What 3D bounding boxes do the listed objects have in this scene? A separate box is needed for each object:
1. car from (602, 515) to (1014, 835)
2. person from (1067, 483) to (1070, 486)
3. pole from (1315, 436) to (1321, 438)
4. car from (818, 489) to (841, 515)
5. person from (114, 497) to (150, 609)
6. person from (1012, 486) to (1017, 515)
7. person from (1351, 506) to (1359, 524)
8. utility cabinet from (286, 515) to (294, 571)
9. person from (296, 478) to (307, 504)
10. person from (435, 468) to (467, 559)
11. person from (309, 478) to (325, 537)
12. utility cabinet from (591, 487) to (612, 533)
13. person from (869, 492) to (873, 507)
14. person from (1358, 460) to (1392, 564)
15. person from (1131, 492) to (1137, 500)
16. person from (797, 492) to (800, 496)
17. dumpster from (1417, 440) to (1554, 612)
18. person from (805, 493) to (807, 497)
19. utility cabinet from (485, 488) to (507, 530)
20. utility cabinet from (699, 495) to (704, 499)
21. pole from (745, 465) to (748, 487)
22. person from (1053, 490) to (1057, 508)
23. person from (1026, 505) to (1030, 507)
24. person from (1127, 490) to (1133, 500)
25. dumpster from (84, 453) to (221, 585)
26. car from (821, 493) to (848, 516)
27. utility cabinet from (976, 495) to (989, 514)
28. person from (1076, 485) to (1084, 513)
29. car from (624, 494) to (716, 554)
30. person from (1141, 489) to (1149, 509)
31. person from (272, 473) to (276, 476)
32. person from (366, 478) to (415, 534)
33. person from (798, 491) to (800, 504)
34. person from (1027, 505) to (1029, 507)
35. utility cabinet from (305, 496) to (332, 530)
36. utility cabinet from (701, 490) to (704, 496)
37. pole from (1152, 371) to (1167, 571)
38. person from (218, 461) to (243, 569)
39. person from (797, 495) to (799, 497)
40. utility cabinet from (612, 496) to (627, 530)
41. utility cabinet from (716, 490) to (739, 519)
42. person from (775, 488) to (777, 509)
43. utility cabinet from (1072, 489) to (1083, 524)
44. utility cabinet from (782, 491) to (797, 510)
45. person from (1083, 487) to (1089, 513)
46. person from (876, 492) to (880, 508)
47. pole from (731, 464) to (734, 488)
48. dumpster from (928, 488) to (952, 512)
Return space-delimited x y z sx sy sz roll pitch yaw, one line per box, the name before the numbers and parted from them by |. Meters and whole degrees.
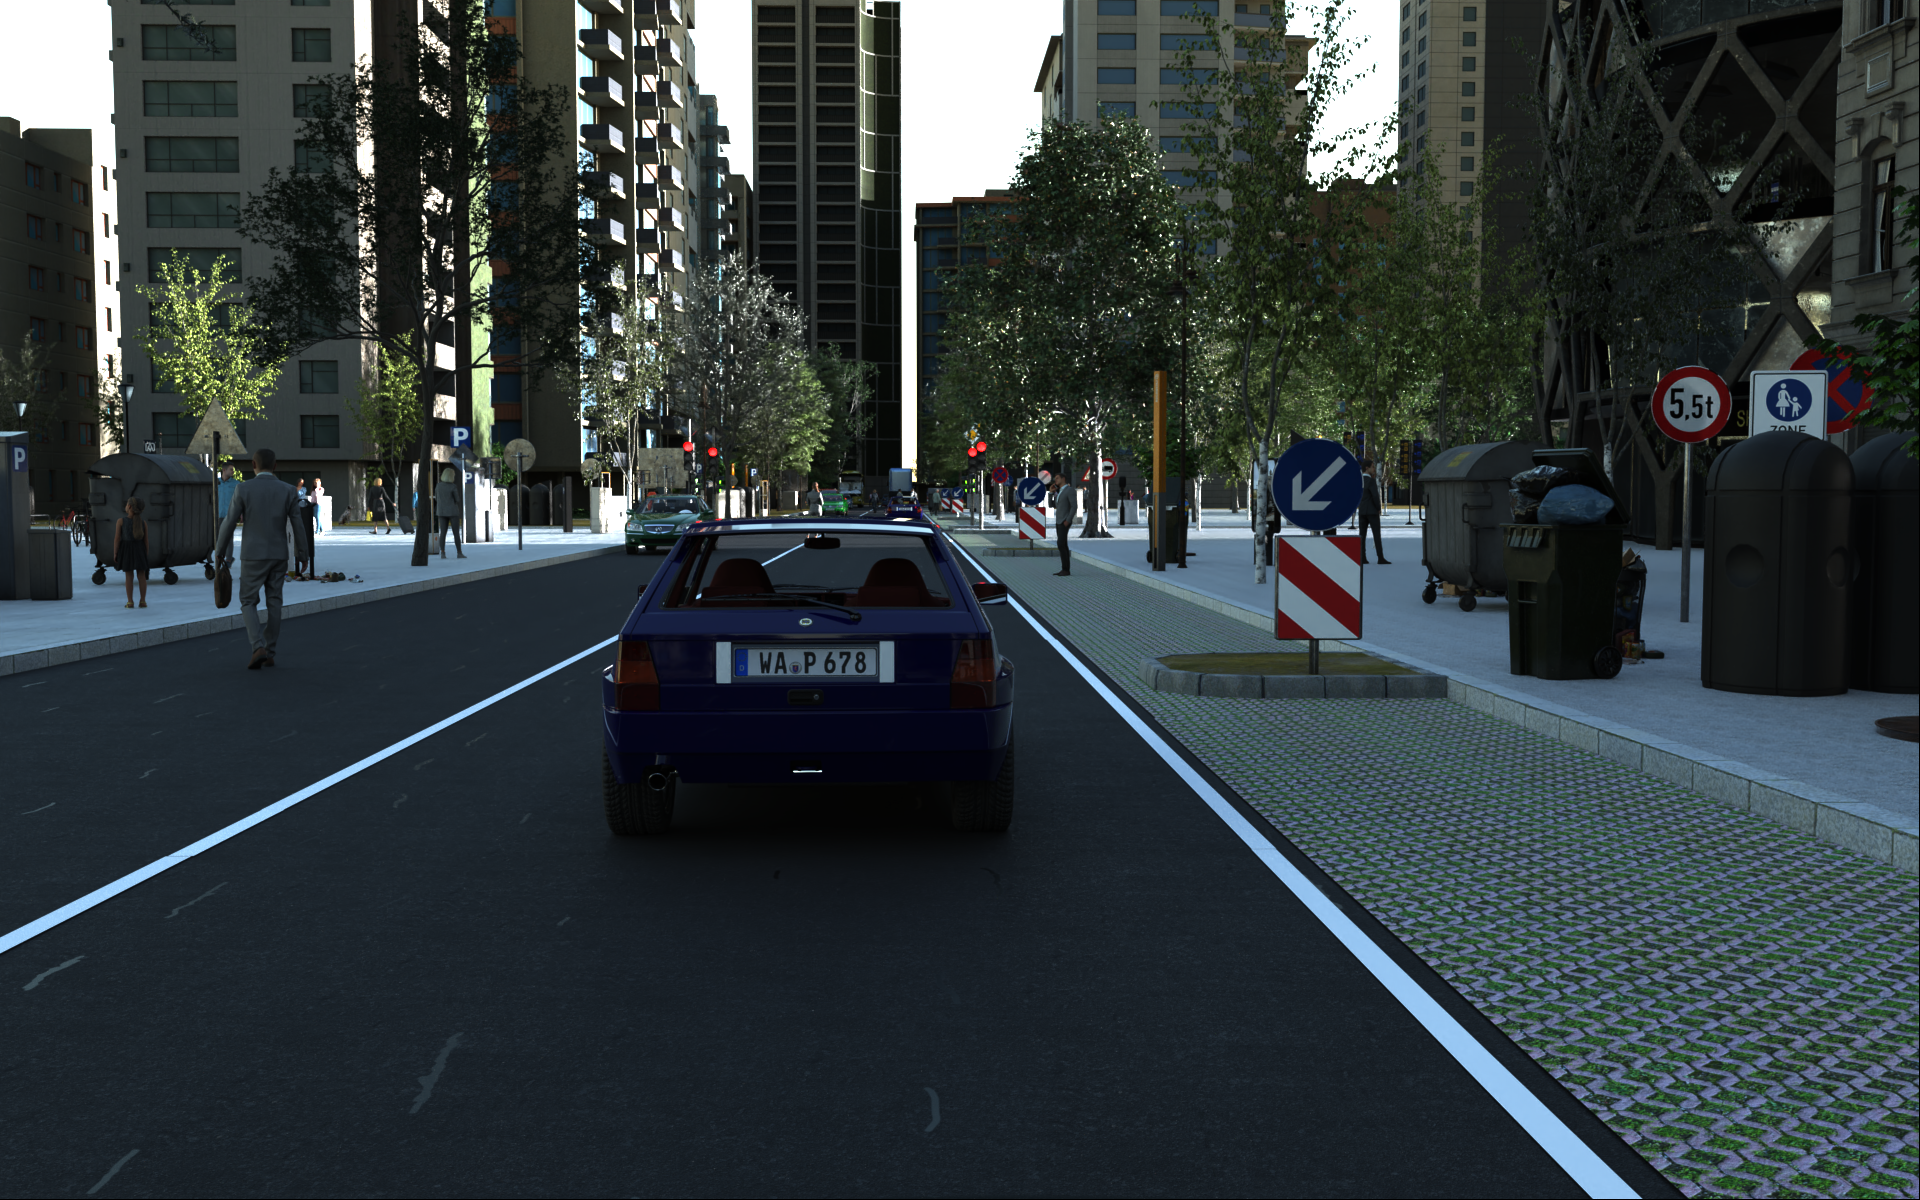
car | -0.696 0.240 8.663 1.945 1.354 3.894 0 4 -3
person | 5.574 -5.080 89.068 0.822 1.834 0.622 -2 4 -33
pole | 12.549 -4.091 60.730 0.158 3.312 0.155 0 3 0
car | -9.204 -6.775 119.450 2.281 1.827 5.304 0 4 -2
person | -9.308 -0.535 19.459 0.362 1.253 0.373 -3 4 -36
person | 3.499 -6.229 108.007 0.853 1.813 0.709 -3 4 -36
person | 17.352 -4.233 75.441 0.537 1.800 0.526 3 5 43
utility cabinet | -11.315 -1.076 28.758 0.306 1.237 1.020 -1 4 -9
person | -22.483 -3.229 58.927 0.778 1.811 0.616 3 5 39
person | -10.213 -1.736 34.608 0.537 1.800 0.526 2 4 24
person | -19.176 -2.757 51.712 0.593 1.750 0.643 2 4 33
utility cabinet | -11.728 -2.938 56.722 0.318 1.500 1.173 0 4 8
person | -9.893 -11.252 193.403 0.756 1.711 0.436 3 5 40
person | 7.564 -1.617 31.840 0.474 1.900 0.648 -2 4 -35
person | 15.391 -8.917 155.063 0.991 1.433 0.599 -1 4 -22
person | -15.487 -9.574 162.555 1.348 1.826 0.705 0 4 3
dumpster | 6.021 -0.842 19.524 1.264 1.857 1.865 0 4 -2
person | -18.587 -12.266 207.373 1.217 1.735 0.721 0 4 -4
utility cabinet | -16.313 -3.167 60.464 0.318 1.500 1.173 2 4 26
utility cabinet | -12.974 -4.638 87.001 0.306 1.237 1.020 0 4 3
pole | -14.990 -7.815 121.625 0.158 3.312 0.155 0 3 0
person | 8.656 -9.212 157.591 0.436 1.711 0.756 0 4 -5
person | 5.401 -8.408 143.359 0.795 1.843 0.661 -1 4 -12
person | 15.122 -8.951 153.856 0.593 1.643 0.415 0 4 7
dumpster | -11.685 -1.183 25.106 1.264 1.857 1.865 0 4 -2
car | -8.109 -6.209 110.319 1.959 1.807 4.718 0 3 0
utility cabinet | 1.497 -6.263 113.559 0.306 1.237 1.020 -3 5 -39
person | 8.044 -6.834 117.136 0.474 1.900 0.648 -2 4 -35
car | -7.078 -1.895 42.784 2.131 1.459 4.920 0 4 -1
person | 16.496 -8.956 152.430 1.348 1.831 0.705 -2 4 -27
person | -15.766 -2.022 39.645 0.362 1.759 0.519 0 4 5
person | -18.301 -3.009 55.450 1.509 1.804 0.699 1 4 22
person | -17.897 -11.513 195.085 0.742 1.727 0.445 1 4 19
person | 5.148 -7.849 134.627 0.529 1.795 0.600 1 4 11
utility cabinet | -22.746 -3.067 61.313 0.306 1.237 1.020 2 4 29
utility cabinet | -14.070 -5.460 97.945 1.173 1.500 0.318 2 4 24
pole | 3.319 -2.138 28.800 0.158 3.312 0.155 0 3 0
person | -12.590 -1.463 29.833 0.638 1.841 0.748 0 4 3
person | -20.675 -12.840 216.686 1.217 1.736 0.721 2 4 29
utility cabinet | -12.390 -3.120 62.177 1.020 1.237 0.306 -2 4 -32
utility cabinet | -12.023 -4.957 89.725 1.173 1.500 0.318 -2 4 -32
person | -15.665 -8.635 147.313 0.705 1.812 1.348 3 5 42
utility cabinet | 4.697 -3.922 72.811 0.318 1.500 1.173 -2 4 -30
utility cabinet | -13.627 -7.948 138.629 1.173 1.500 0.318 1 4 20
person | 8.621 -6.913 119.257 0.473 1.802 0.592 -1 4 -19
person | -8.231 -9.990 173.300 0.415 1.643 0.593 1 4 11
pole | -15.200 -7.461 115.834 0.158 3.312 0.155 0 3 0
dumpster | -1.431 -7.136 124.882 1.865 1.857 1.264 0 4 -1
